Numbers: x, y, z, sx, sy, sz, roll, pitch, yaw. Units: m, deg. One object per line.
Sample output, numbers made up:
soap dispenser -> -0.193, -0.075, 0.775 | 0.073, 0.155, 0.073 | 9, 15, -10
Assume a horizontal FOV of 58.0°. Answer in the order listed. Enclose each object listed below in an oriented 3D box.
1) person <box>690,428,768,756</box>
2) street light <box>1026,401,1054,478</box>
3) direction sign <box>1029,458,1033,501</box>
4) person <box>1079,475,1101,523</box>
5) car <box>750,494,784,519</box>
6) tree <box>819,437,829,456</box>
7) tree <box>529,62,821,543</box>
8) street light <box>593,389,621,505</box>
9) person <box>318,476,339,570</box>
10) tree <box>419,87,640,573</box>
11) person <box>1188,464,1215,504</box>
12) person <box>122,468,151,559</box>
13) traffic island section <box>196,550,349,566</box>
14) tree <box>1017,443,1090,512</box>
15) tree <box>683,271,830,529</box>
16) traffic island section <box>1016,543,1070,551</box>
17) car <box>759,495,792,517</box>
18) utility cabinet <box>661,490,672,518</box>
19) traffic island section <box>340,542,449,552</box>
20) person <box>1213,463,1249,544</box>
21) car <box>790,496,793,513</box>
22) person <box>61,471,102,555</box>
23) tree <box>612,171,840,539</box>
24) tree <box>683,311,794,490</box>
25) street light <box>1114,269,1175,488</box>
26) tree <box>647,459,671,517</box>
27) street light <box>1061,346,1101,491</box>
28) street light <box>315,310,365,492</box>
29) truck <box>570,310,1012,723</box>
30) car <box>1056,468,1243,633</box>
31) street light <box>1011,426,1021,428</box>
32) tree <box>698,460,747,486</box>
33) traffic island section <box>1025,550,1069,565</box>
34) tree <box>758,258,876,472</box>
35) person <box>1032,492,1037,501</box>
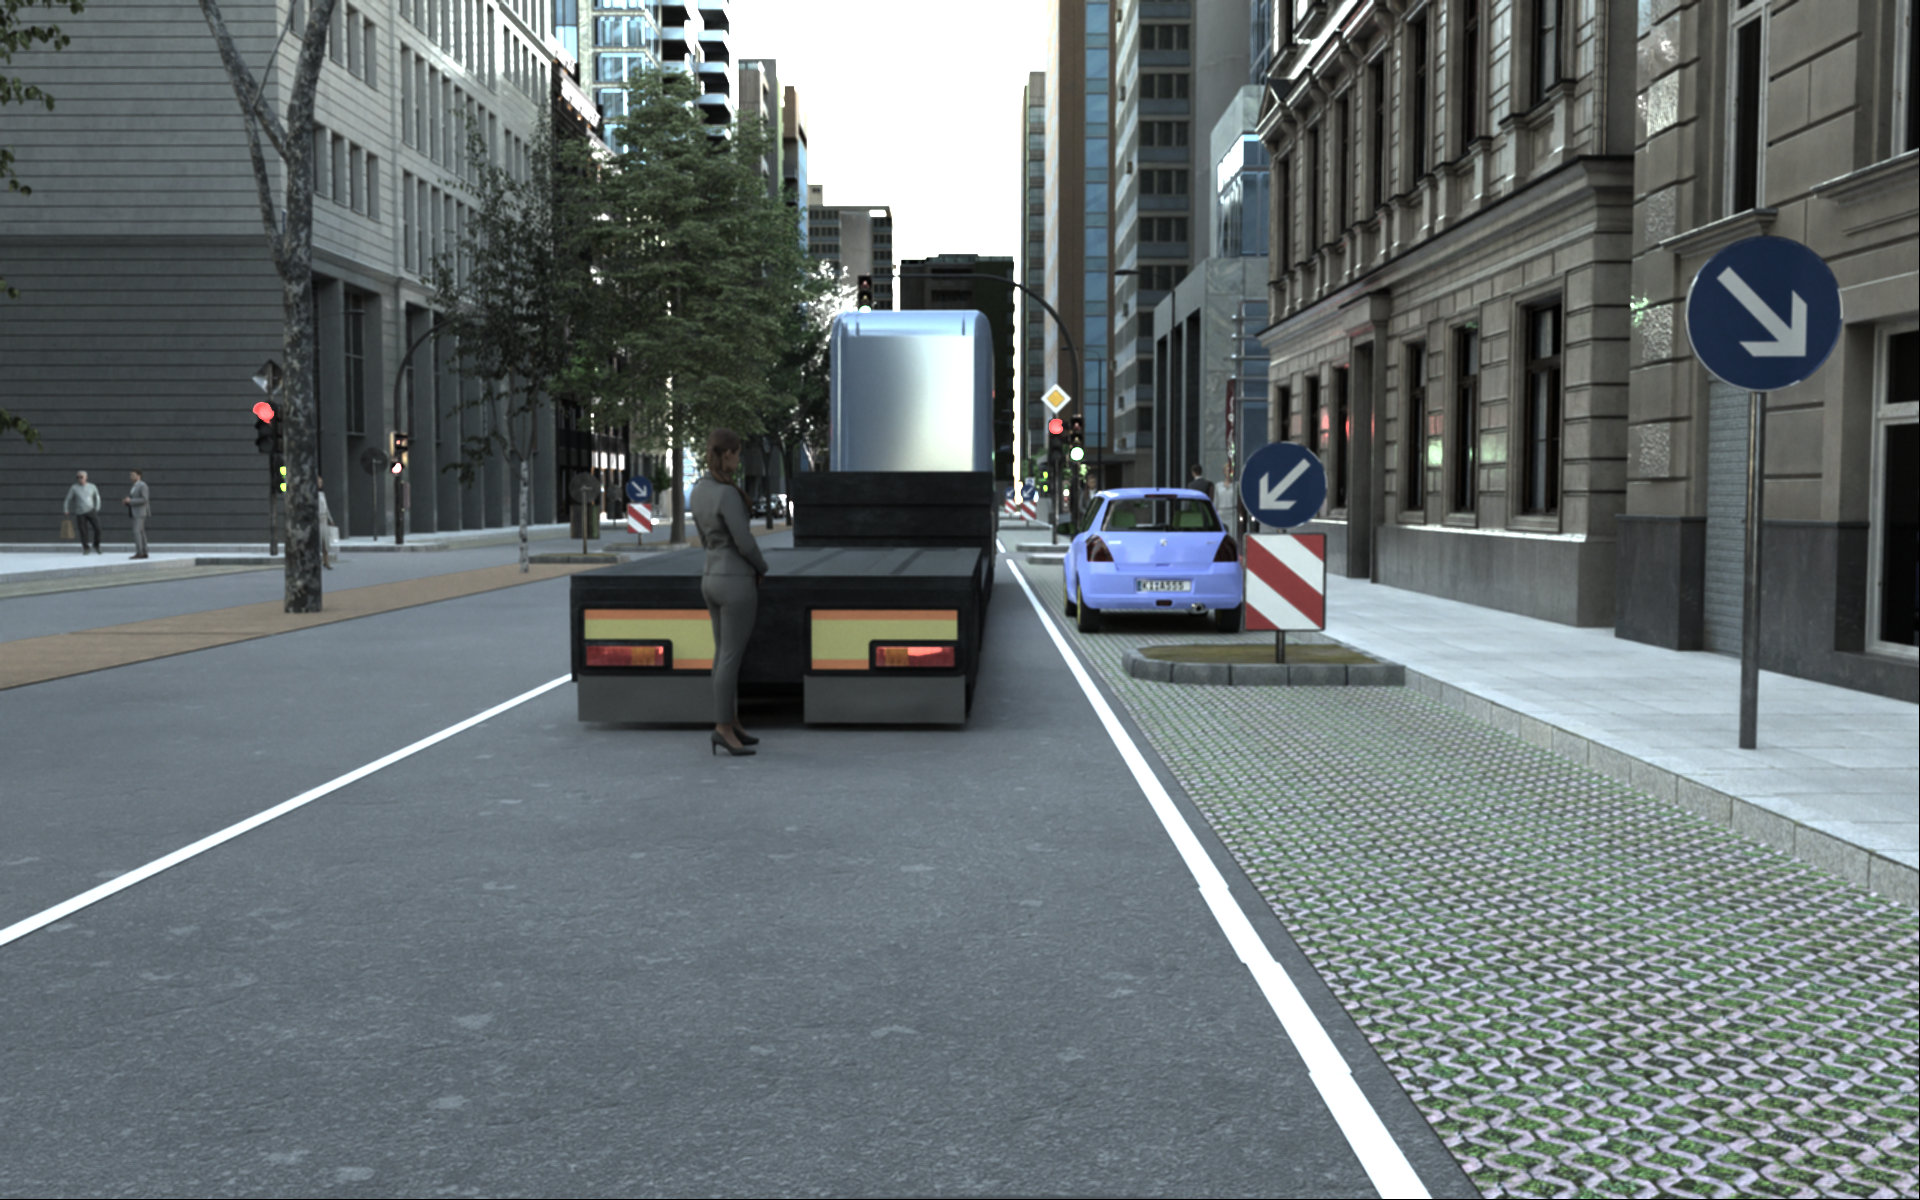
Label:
person -> -1.213, -0.049, 9.580 | 0.520, 1.790, 0.573 | 3, 5, 40
street light -> 4.107, -6.960, 86.337 | 1.470, 5.913, 1.316 | 0, 4, 0
direction sign -> 4.509, -7.223, 110.087 | 0.379, 3.537, 0.876 | -1, 4, -13
person -> 2.523, -1.451, 32.504 | 0.520, 1.790, 0.573 | -1, 4, -12
car -> -11.327, -5.593, 101.236 | 2.009, 1.686, 4.222 | 0, 4, 0
tree -> -7.555, -9.485, 107.904 | 4.737, 8.622, 4.395 | 0, 3, 0
tree -> -7.616, -7.680, 46.147 | 7.486, 12.596, 7.792 | 0, 3, 0
street light -> -15.615, -6.362, 76.566 | 1.470, 5.913, 1.316 | 0, 4, 0
person -> -12.208, -1.471, 32.906 | 0.694, 1.780, 0.624 | -3, 5, -45
tree -> -7.933, -4.808, 31.437 | 4.360, 8.622, 3.978 | 0, 3, 0
person -> 4.450, -1.587, 31.961 | 0.622, 1.834, 0.822 | -2, 4, -33
person -> -16.400, -1.721, 34.383 | 0.606, 1.804, 0.583 | 3, 4, 38
traffic island section -> -14.327, -0.847, 36.132 | 2.009, 0.180, 2.903 | 0, 4, 0
tree -> 5.862, -6.944, 97.240 | 4.285, 4.588, 4.351 | 0, 3, 0
tree -> -7.708, -8.170, 70.449 | 8.767, 10.594, 7.601 | 0, 4, 0
traffic island section -> 2.447, -1.331, 44.044 | 2.009, 0.180, 2.903 | 0, 4, 0
car -> -11.572, -5.895, 108.748 | 2.083, 1.381, 4.827 | 0, 4, -1
utility cabinet -> -15.621, -5.115, 92.316 | 0.318, 1.500, 1.173 | 0, 4, 6
traffic island section -> -14.295, -1.336, 44.117 | 2.009, 0.180, 2.903 | 0, 4, 0
person -> 4.342, -1.307, 27.764 | 0.694, 1.780, 0.624 | 2, 4, 35
car -> -11.105, -6.402, 117.246 | 1.945, 1.354, 3.894 | 0, 4, -1
person -> -18.579, -1.839, 36.595 | 0.782, 1.767, 0.515 | -2, 4, -29
tree -> -7.627, -7.752, 54.965 | 9.928, 11.665, 9.643 | 0, 3, 0
tree -> -7.992, -6.695, 62.289 | 4.360, 8.622, 3.978 | 0, 3, 0
street light -> 3.872, -3.877, 35.926 | 1.470, 5.913, 1.316 | 0, 4, 0
tree -> -16.716, -6.225, 96.372 | 1.663, 3.219, 1.824 | 0, 3, 0
street light -> 3.862, -5.021, 54.628 | 1.470, 5.913, 1.316 | 0, 4, 0
street light -> -15.719, -4.363, 43.879 | 1.470, 5.913, 1.316 | 0, 4, 0
truck -> -0.881, -1.829, 19.656 | 2.967, 4.110, 18.799 | 0, 4, 2
car -> 2.050, -0.582, 19.103 | 1.945, 1.707, 3.694 | 0, 4, 0
street light -> 4.187, -8.929, 118.528 | 1.470, 5.913, 1.316 | 0, 4, 0
tree -> -16.180, -8.205, 117.872 | 4.285, 4.588, 4.351 | 0, 3, 0
traffic island section -> 2.414, -0.843, 36.059 | 2.009, 0.180, 2.903 | 0, 4, 0
tree -> -7.638, -10.793, 89.289 | 12.009, 13.543, 11.850 | 0, 3, 0
person -> 4.987, -6.666, 115.369 | 0.444, 1.785, 0.601 | 2, 4, 29
